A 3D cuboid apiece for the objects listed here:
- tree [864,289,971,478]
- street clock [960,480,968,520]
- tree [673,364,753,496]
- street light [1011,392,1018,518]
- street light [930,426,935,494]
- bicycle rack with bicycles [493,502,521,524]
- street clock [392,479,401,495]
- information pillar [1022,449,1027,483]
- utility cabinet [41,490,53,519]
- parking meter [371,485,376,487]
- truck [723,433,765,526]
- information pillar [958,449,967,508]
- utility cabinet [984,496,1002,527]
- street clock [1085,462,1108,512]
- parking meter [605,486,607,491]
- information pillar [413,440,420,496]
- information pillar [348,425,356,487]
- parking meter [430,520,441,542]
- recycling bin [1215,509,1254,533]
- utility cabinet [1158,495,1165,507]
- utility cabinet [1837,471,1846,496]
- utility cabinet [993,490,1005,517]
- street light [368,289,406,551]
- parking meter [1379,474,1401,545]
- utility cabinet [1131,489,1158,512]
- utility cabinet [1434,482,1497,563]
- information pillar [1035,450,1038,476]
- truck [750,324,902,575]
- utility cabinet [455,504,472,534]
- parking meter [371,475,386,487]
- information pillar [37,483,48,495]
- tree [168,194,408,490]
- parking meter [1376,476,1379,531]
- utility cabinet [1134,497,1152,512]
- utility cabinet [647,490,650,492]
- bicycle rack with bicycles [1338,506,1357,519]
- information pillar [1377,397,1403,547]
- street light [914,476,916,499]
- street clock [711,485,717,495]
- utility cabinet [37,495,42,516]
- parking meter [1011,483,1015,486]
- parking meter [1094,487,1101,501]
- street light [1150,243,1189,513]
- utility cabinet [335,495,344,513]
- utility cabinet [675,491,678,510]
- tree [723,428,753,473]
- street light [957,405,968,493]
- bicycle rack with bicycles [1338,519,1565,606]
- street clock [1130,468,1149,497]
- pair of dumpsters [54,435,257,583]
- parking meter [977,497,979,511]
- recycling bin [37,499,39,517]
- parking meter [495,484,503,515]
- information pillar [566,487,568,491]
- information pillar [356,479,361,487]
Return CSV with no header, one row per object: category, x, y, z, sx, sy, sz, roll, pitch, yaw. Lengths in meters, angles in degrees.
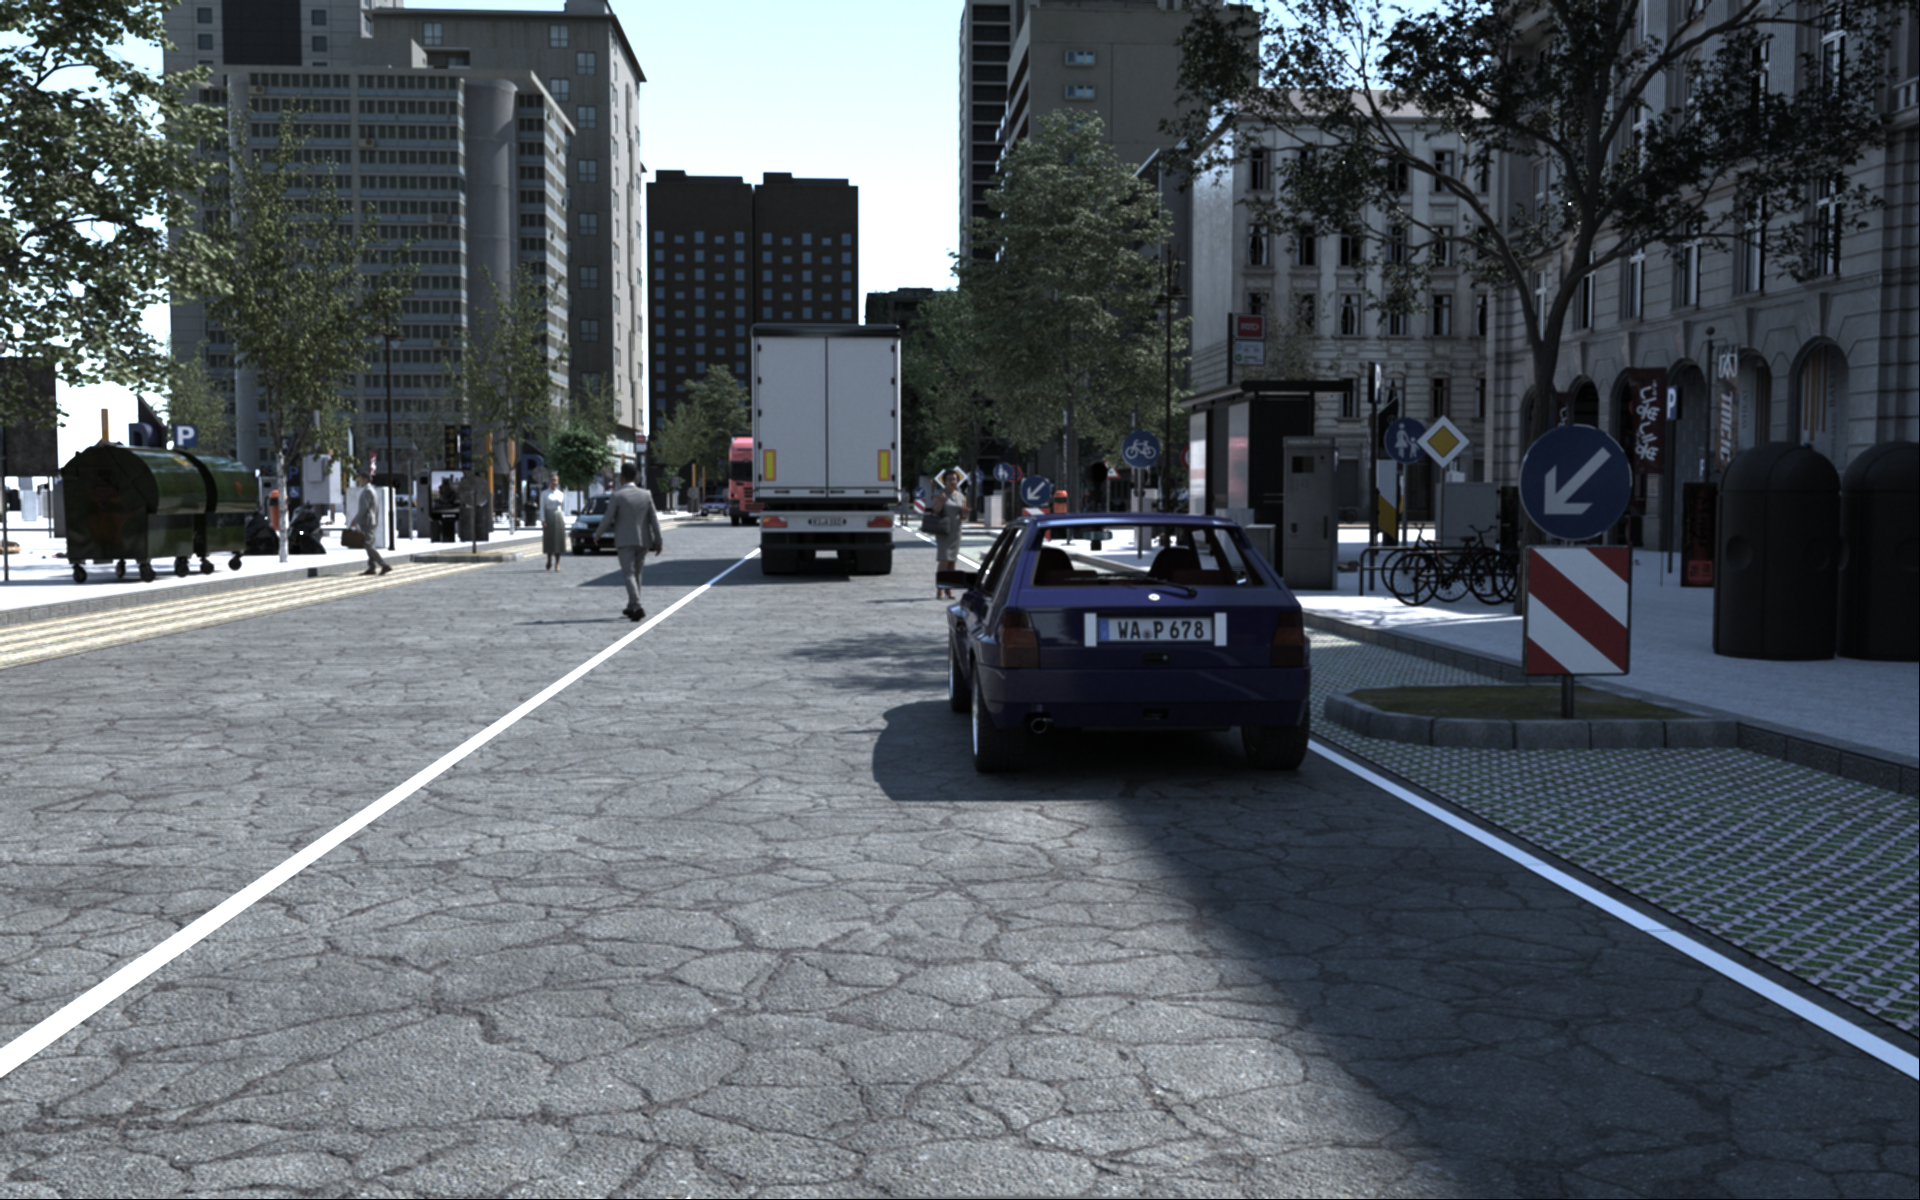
tree,-5.148,-18.637,160.608,12.611,20.169,13.585,0,3,0
street clock,0.170,-4.944,85.402,0.358,2.002,0.471,2,4,28
tree,-21.151,-14.230,150.788,7.486,12.596,7.792,0,3,0
street light,1.950,-5.327,59.879,0.468,5.910,1.993,0,4,-4
street light,-1.790,-8.712,115.227,0.468,5.910,1.993,0,4,-4
bicycle rack with bicycles,-20.632,-3.808,75.645,2.925,0.926,2.852,-2,4,-31
street clock,-27.842,-4.953,85.551,0.471,2.002,0.358,-1,4,-12
information pillar,3.327,-5.996,89.382,0.183,3.616,0.504,-1,4,-21
utility cabinet,-46.836,-4.949,89.595,1.173,1.500,0.318,-3,4,-38
parking meter,-15.642,-2.288,45.823,0.372,1.533,0.369,0,3,0
truck,-9.291,-5.653,81.337,2.839,4.237,11.283,0,4,-3
information pillar,0.130,-6.004,89.521,0.504,3.616,0.183,-1,4,-18
utility cabinet,1.294,-3.482,68.089,0.306,1.237,1.020,2,4,27
street clock,3.085,-2.118,39.206,0.471,2.002,0.358,-2,4,-24
parking meter,-22.100,-6.228,107.543,0.399,1.863,0.255,3,5,40
information pillar,-23.412,-5.094,74.634,0.183,3.616,0.504,-3,5,-45
information pillar,-20.638,-4.128,58.854,0.183,3.616,0.504,-3,4,-36
parking meter,-13.996,-2.487,46.368,0.399,1.863,0.255,3,4,38
recycling bin,4.824,-1.063,29.937,0.722,1.027,0.722,0,4,-3
utility cabinet,10.118,-4.740,88.658,0.306,1.237,1.020,-3,4,-38
utility cabinet,8.161,-0.513,17.062,0.318,1.500,1.173,-1,4,-17
utility cabinet,2.409,-5.242,94.381,1.173,1.500,0.318,0,4,4
street light,-12.892,-4.057,39.116,0.468,5.910,1.993,0,4,-4
parking meter,10.791,-2.299,43.306,0.399,1.863,0.255,0,4,-5
utility cabinet,7.600,-3.831,71.314,1.173,1.500,0.318,3,5,44
utility cabinet,9.391,-1.437,32.180,1.173,1.500,0.318,-1,4,-22
information pillar,4.105,-6.226,93.145,0.183,3.616,0.504,1,4,9
truck,-2.652,-2.770,34.196,2.839,4.237,11.283,0,4,-5
utility cabinet,-15.941,-2.757,56.238,1.020,1.237,0.306,0,4,-2
parking meter,-17.431,-2.832,52.018,0.399,1.863,0.255,-3,4,-38
information pillar,-63.204,-7.025,119.348,0.304,2.012,0.304,-2,4,-32
tree,-16.659,-5.670,43.074,4.360,8.622,3.978,0,3,0
parking meter,13.850,-3.159,57.368,0.399,1.863,0.255,-2,4,-29
utility cabinet,4.201,-1.748,39.740,0.306,1.237,1.020,0,4,-2
utility cabinet,-18.148,-5.466,98.053,1.173,1.500,0.318,0,4,6
bicycle rack with bicycles,15.767,-3.763,74.912,2.925,0.926,2.852,1,4,9
information pillar,10.275,-3.075,41.639,0.504,3.616,0.183,0,4,-7
street light,-3.707,-10.364,142.233,0.468,5.910,1.993,0,4,-4
street clock,-20.098,-8.374,141.476,0.358,2.002,0.471,2,4,29
utility cabinet,-53.215,-5.422,99.812,1.020,1.237,0.306,2,4,31
parking meter,2.856,-5.280,92.045,0.255,1.863,0.399,0,4,0
parking meter,9.037,-6.602,113.658,0.399,1.863,0.255,2,4,29
street light,3.861,-3.628,32.111,0.468,5.910,1.993,0,4,-4
utility cabinet,-42.050,-6.526,117.854,1.020,1.237,0.306,1,4,17
utility cabinet,-21.873,-7.703,134.627,0.318,1.500,1.173,-2,4,-31
tree,-24.921,-15.141,197.912,4.360,8.622,3.978,0,3,0
street light,0.117,-7.026,87.656,0.468,5.910,1.993,0,4,-4
bicycle rack with bicycles,6.219,-0.462,20.939,2.925,0.926,2.852,0,4,-6
street clock,4.789,-2.547,46.214,0.471,2.002,0.358,1,4,14
pair of dumpsters,-12.430,-1.497,26.962,1.574,2.255,4.437,0,4,-4
parking meter,1.290,-7.571,129.496,0.399,1.863,0.255,-1,4,-18
recycling bin,-51.939,-5.147,96.704,0.722,1.027,0.722,-3,5,-40
parking meter,-26.891,-5.826,100.965,0.399,1.863,0.255,-3,5,-41
information pillar,-24.904,-7.236,109.669,0.183,3.616,0.504,-1,4,-17
information pillar,-27.278,-4.545,78.810,0.304,2.012,0.304,2,4,35
